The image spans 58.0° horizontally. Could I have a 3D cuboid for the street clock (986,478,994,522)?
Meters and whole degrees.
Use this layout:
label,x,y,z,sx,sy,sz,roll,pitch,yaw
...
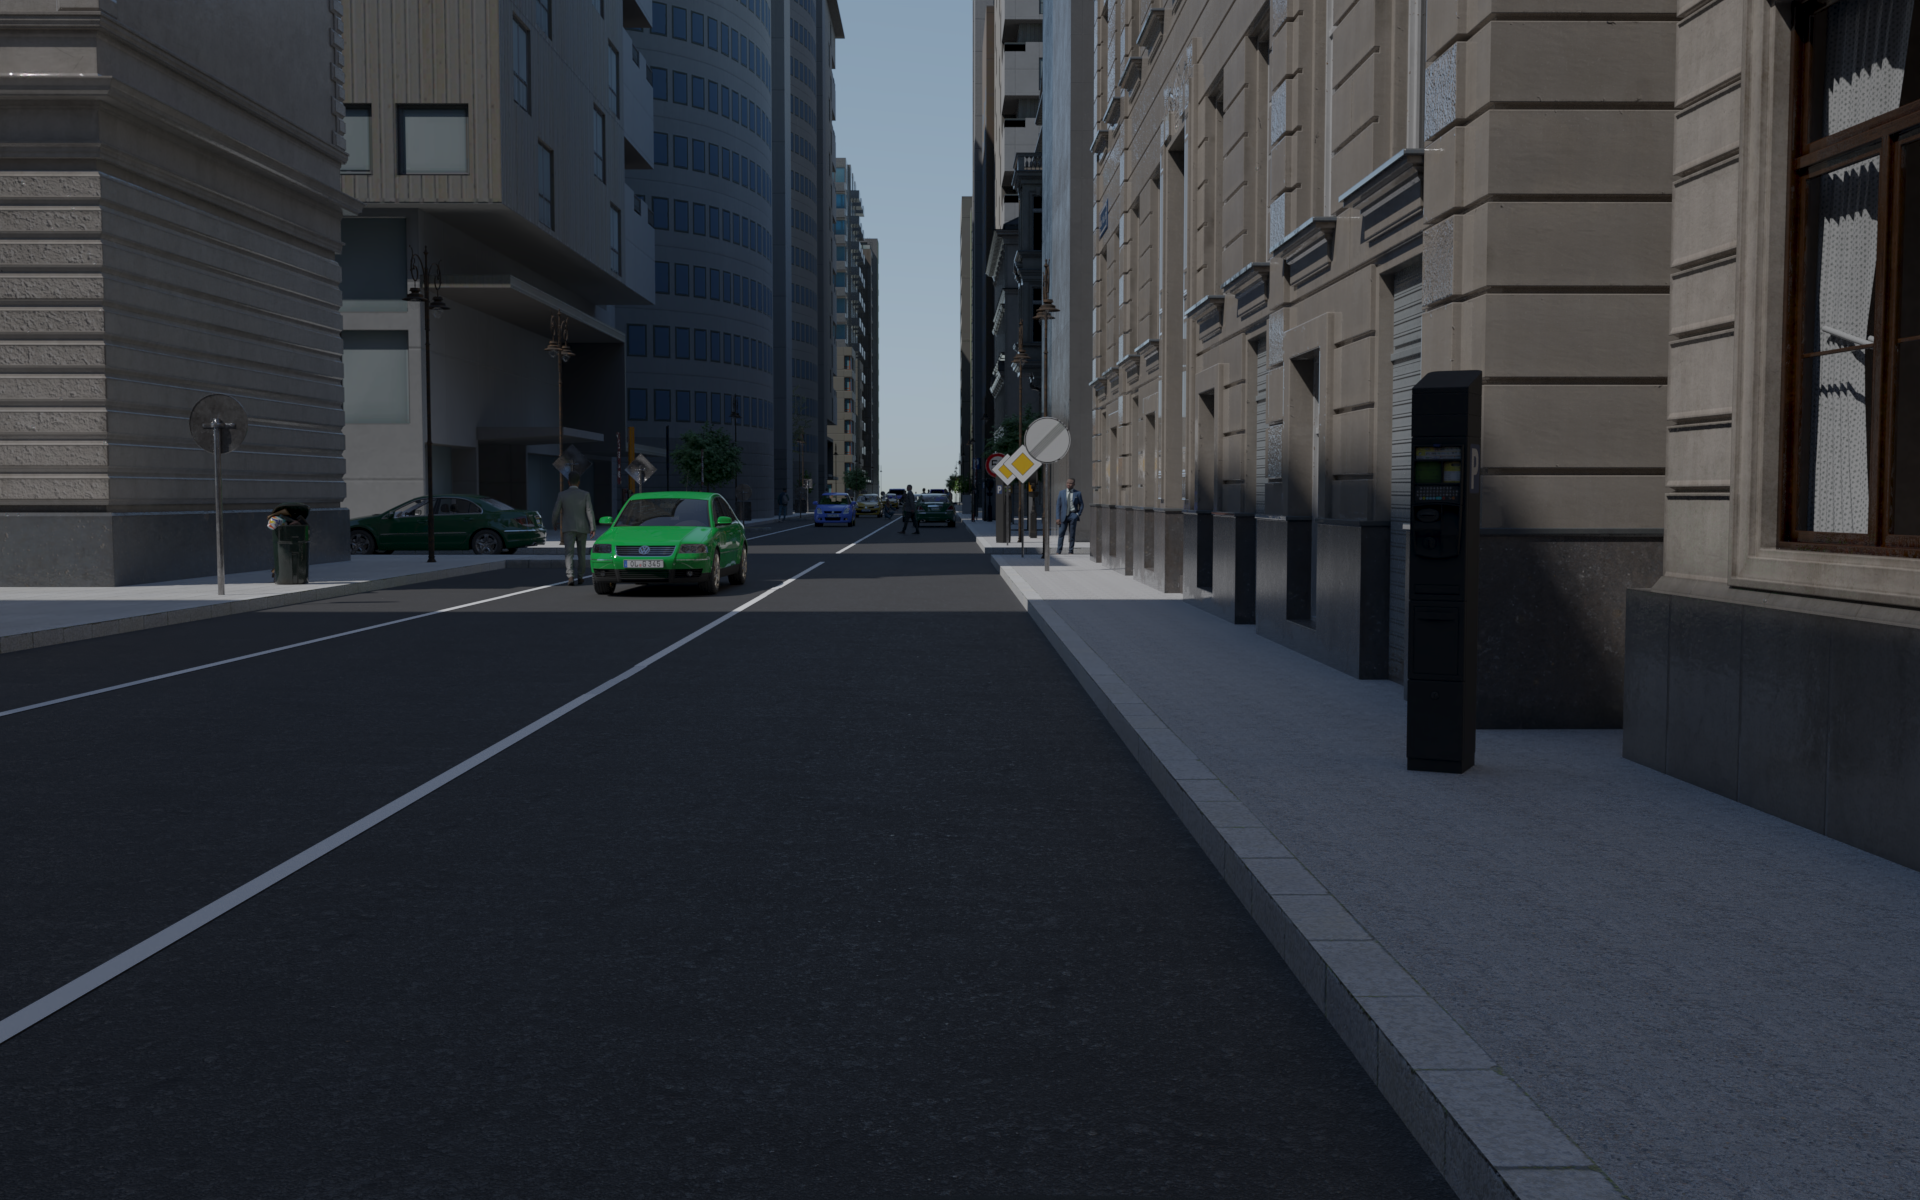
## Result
label,x,y,z,sx,sy,sz,roll,pitch,yaw
street clock,1.377,-4.611,79.966,0.358,2.002,0.471,-1,4,-20

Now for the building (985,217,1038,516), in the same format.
label,x,y,z,sx,sy,sz,roll,pitch,yaw
building,7.072,-14.893,108.125,10.561,19.102,19.286,0,4,-1

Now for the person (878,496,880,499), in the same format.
label,x,y,z,sx,sy,sz,roll,pitch,yaw
person,-9.942,-12.078,209.161,0.799,1.438,0.628,2,4,29

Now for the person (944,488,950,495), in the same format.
label,x,y,z,sx,sy,sz,roll,pitch,yaw
person,-0.771,-6.174,109.703,0.793,1.790,0.793,-3,5,-42

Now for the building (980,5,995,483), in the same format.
label,x,y,z,sx,sy,sz,roll,pitch,yaw
building,9.091,-31.039,157.593,14.600,45.320,14.200,0,4,-1

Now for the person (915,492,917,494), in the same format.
label,x,y,z,sx,sy,sz,roll,pitch,yaw
person,-5.528,-12.810,218.647,1.217,1.736,0.721,-1,4,-20

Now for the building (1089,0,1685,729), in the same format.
label,x,y,z,sx,sy,sz,roll,pitch,yaw
building,8.288,-13.669,20.755,12.463,27.353,25.104,0,4,-1

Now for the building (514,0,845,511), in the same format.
label,x,y,z,sx,sy,sz,roll,pitch,yaw
building,-26.469,-35.769,174.065,28.713,52.752,27.495,0,4,-1

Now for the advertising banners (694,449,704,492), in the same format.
label,x,y,z,sx,sy,sz,roll,pitch,yaw
advertising banners,-10.079,-4.329,66.960,0.090,3.025,2.074,0,4,2

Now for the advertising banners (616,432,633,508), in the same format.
label,x,y,z,sx,sy,sz,roll,pitch,yaw
advertising banners,-9.605,-3.265,49.577,0.090,3.025,2.074,0,4,1

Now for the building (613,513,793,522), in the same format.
label,x,y,z,sx,sy,sz,roll,pitch,yaw
building,-20.677,-33.596,91.297,21.231,58.520,28.212,0,4,-1

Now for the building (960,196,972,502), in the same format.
label,x,y,z,sx,sy,sz,roll,pitch,yaw
building,10.778,-39.310,266.426,21.300,48.544,21.600,0,4,-1

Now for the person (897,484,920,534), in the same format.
label,x,y,z,sx,sy,sz,roll,pitch,yaw
person,-1.849,-3.240,61.864,0.834,1.777,0.661,0,4,-7

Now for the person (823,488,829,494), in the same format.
label,x,y,z,sx,sy,sz,roll,pitch,yaw
person,-7.878,-5.740,102.440,0.391,1.810,0.635,-3,5,-41

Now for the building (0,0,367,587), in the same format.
label,x,y,z,sx,sy,sz,roll,pitch,yaw
building,-20.930,-12.166,27.799,19.941,23.489,11.050,0,4,-1

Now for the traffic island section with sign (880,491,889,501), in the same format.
label,x,y,z,sx,sy,sz,roll,pitch,yaw
traffic island section with sign,-10.227,-14.886,252.015,1.989,1.847,2.006,0,4,-1

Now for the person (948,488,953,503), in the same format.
label,x,y,z,sx,sy,sz,roll,pitch,yaw
person,-0.565,-5.262,94.870,0.374,1.781,0.599,1,4,11

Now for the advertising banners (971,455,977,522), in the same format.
label,x,y,z,sx,sy,sz,roll,pitch,yaw
advertising banners,0.632,-5.083,79.296,0.090,3.025,2.074,0,4,-5

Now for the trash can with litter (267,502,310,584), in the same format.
label,x,y,z,sx,sy,sz,roll,pitch,yaw
trash can with litter,-9.673,-0.820,24.791,0.624,1.170,1.055,-2,4,-33

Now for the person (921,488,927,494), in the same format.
label,x,y,z,sx,sy,sz,roll,pitch,yaw
person,-1.929,-5.259,94.903,0.576,1.772,0.534,-2,4,-28

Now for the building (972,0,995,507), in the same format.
label,x,y,z,sx,sy,sz,roll,pitch,yaw
building,11.759,-38.923,178.387,21.231,58.520,28.212,0,4,-1

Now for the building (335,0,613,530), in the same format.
label,x,y,z,sx,sy,sz,roll,pitch,yaw
building,-25.163,-28.526,55.636,28.713,52.752,27.495,0,4,-1

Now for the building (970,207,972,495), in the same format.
label,x,y,z,sx,sy,sz,roll,pitch,yaw
building,8.498,-34.550,248.486,14.154,41.232,14.086,0,4,-1

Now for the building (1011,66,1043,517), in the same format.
label,x,y,z,sx,sy,sz,roll,pitch,yaw
building,9.708,-16.013,80.889,14.460,24.649,34.723,0,4,-1

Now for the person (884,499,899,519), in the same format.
label,x,y,z,sx,sy,sz,roll,pitch,yaw
person,-3.918,-5.128,97.836,1.012,1.151,0.738,-3,5,-43

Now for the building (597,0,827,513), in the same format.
label,x,y,z,sx,sy,sz,roll,pitch,yaw
building,-22.694,-36.924,145.703,21.231,58.520,28.212,0,4,-1

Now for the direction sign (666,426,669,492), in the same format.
label,x,y,z,sx,sy,sz,roll,pitch,yaw
direction sign,-9.735,-4.020,57.719,0.379,3.537,0.876,-1,4,-14

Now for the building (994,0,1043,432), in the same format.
label,x,y,z,sx,sy,sz,roll,pitch,yaw
building,16.491,-33.458,136.273,28.713,52.752,27.495,0,4,-1

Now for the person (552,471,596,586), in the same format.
label,x,y,z,sx,sy,sz,roll,pitch,yaw
person,-6.073,-1.130,27.250,0.678,1.792,0.850,-1,4,-13

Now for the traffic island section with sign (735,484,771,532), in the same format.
label,x,y,z,sx,sy,sz,roll,pitch,yaw
traffic island section with sign,-8.199,-3.492,65.724,1.989,1.847,2.006,0,4,-1

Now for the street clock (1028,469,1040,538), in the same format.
label,x,y,z,sx,sy,sz,roll,pitch,yaw
street clock,2.136,-2.793,50.239,0.358,2.002,0.471,1,4,10

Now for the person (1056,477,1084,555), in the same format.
label,x,y,z,sx,sy,sz,roll,pitch,yaw
person,2.411,-1.837,38.715,0.721,1.800,0.419,0,4,1

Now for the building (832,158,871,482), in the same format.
label,x,y,z,sx,sy,sz,roll,pitch,yaw
building,-25.008,-38.353,246.683,23.786,49.044,30.456,0,4,-1

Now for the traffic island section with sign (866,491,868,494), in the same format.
label,x,y,z,sx,sy,sz,roll,pitch,yaw
traffic island section with sign,-9.337,-9.872,170.027,1.989,1.847,2.006,0,4,-1

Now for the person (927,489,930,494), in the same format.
label,x,y,z,sx,sy,sz,roll,pitch,yaw
person,-2.496,-7.984,139.017,1.348,1.826,0.705,3,5,40

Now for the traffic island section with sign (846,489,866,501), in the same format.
label,x,y,z,sx,sy,sz,roll,pitch,yaw
traffic island section with sign,-9.028,-8.199,142.681,1.989,1.847,2.006,0,4,-1

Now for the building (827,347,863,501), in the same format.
label,x,y,z,sx,sy,sz,roll,pitch,yaw
building,-26.651,-22.804,217.882,27.650,21.520,28.899,0,4,-1

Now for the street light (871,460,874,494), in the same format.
label,x,y,z,sx,sy,sz,roll,pitch,yaw
street light,-12.029,-16.248,238.439,0.468,5.910,1.993,0,4,-1

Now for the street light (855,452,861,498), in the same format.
label,x,y,z,sx,sy,sz,roll,pitch,yaw
street light,-11.729,-14.068,202.797,0.468,5.910,1.993,0,4,-1

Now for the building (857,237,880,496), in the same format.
label,x,y,z,sx,sy,sz,roll,pitch,yaw
building,-19.834,-35.817,269.209,14.154,41.232,14.086,0,4,-1

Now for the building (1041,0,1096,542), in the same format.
label,x,y,z,sx,sy,sz,roll,pitch,yaw
building,17.721,-14.166,50.683,30.058,24.678,14.314,0,4,-1

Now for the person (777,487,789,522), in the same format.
label,x,y,z,sx,sy,sz,roll,pitch,yaw
person,-9.014,-4.865,88.395,0.623,1.781,0.721,0,4,-4

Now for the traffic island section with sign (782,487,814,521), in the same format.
label,x,y,z,sx,sy,sz,roll,pitch,yaw
traffic island section with sign,-8.490,-5.141,92.677,1.989,1.847,2.006,0,4,-1

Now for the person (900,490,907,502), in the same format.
label,x,y,z,sx,sy,sz,roll,pitch,yaw
person,-4.792,-8.665,150.733,0.990,1.755,0.434,-1,4,-23
